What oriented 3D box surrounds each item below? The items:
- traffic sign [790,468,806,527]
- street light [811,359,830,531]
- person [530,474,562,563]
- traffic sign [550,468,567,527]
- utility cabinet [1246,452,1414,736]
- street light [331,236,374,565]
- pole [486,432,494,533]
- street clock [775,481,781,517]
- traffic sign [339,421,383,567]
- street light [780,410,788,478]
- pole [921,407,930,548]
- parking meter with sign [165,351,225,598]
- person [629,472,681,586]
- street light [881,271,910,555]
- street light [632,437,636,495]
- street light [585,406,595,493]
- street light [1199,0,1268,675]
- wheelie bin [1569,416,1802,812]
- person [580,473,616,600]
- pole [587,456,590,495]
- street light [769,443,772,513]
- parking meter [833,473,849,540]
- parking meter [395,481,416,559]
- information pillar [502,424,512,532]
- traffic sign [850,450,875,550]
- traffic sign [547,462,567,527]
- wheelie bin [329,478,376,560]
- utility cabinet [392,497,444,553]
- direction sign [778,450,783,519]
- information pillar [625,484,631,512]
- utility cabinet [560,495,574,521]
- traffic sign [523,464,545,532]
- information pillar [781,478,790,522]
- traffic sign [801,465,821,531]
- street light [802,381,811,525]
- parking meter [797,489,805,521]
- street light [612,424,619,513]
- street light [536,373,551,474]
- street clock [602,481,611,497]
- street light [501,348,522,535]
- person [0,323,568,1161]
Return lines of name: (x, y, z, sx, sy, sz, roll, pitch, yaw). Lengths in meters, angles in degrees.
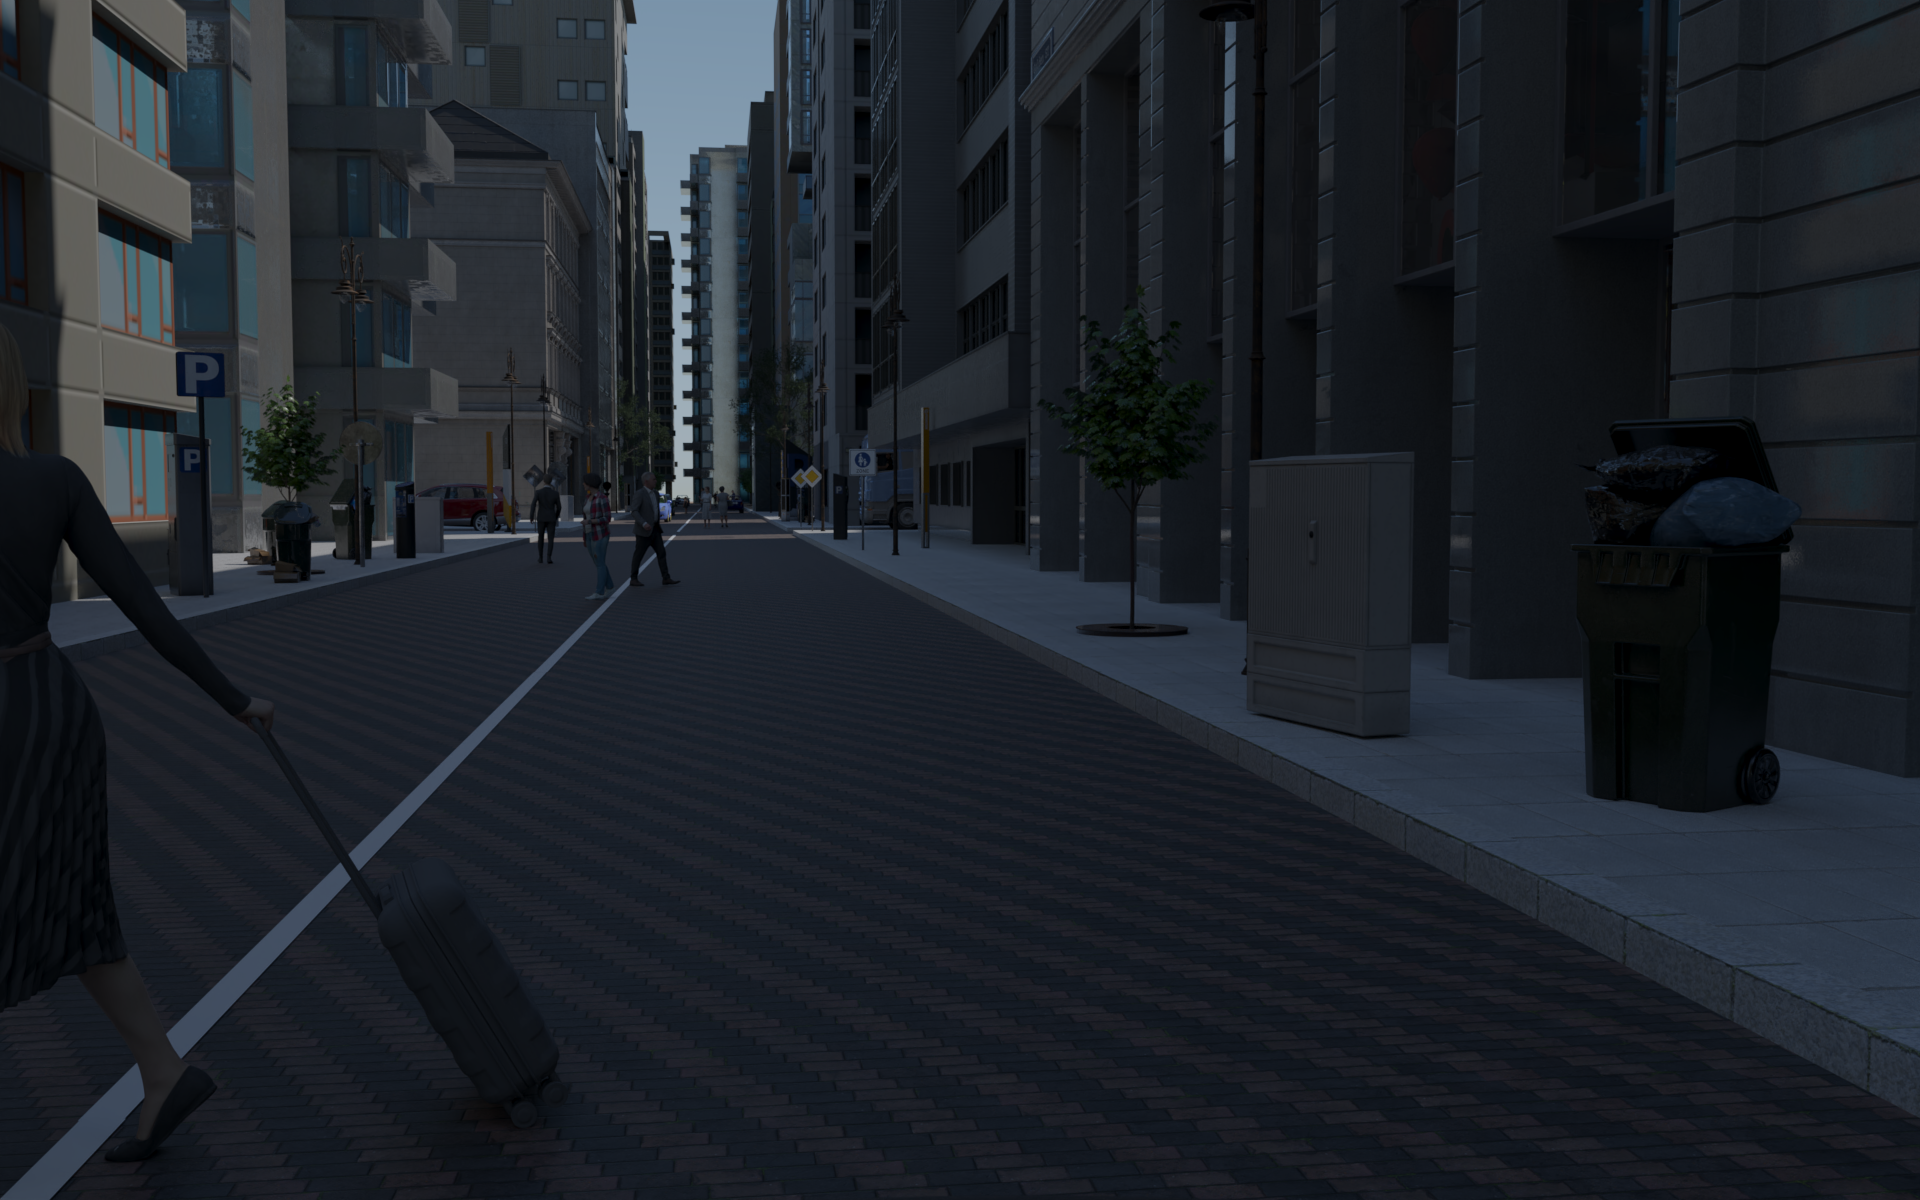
traffic sign: (-6.225, -3.919, 67.722, 0.795, 2.450, 0.064, 0, 4, -8)
street light: (-4.720, -5.301, 59.466, 0.468, 5.910, 1.993, 0, 4, -8)
person: (-8.584, -1.687, 35.862, 0.659, 1.850, 0.755, -1, 4, -16)
traffic sign: (-15.481, -3.841, 66.437, 0.795, 2.450, 0.064, 0, 4, -8)
utility cabinet: (2.012, -0.055, 9.571, 0.318, 1.500, 1.173, -1, 4, -21)
street light: (-10.928, -3.578, 31.295, 0.468, 5.910, 1.993, 0, 4, -8)
pole: (-15.361, -3.839, 56.613, 0.158, 3.312, 0.155, 0, 3, 0)
street clock: (-10.022, -5.624, 96.517, 0.471, 2.002, 0.358, 0, 4, 8)
traffic sign: (-10.480, -1.847, 30.310, 0.768, 2.556, 0.104, 0, 4, 1)
street light: (-9.615, -7.471, 94.933, 0.468, 5.910, 1.993, 0, 4, -8)
pole: (-0.818, -2.875, 40.845, 0.158, 3.312, 0.155, 0, 3, 0)
parking meter with sign: (-9.798, -1.578, 22.055, 0.543, 3.016, 1.738, -2, 4, -34)
person: (-4.785, -1.106, 26.975, 0.834, 1.777, 0.661, 1, 4, 21)
street light: (-1.349, -3.873, 36.110, 0.468, 5.910, 1.993, 0, 4, -8)
street light: (-26.098, -10.125, 138.333, 0.468, 5.910, 1.993, 0, 4, -8)
street light: (-19.354, -7.212, 90.709, 0.468, 5.910, 1.993, 0, 4, -8)
street light: (2.089, -2.406, 12.131, 0.468, 5.910, 1.993, 0, 4, -8)
wheelie bin: (3.007, 0.042, 7.220, 0.693, 1.594, 0.980, -3, 4, -36)
person: (-4.904, -0.869, 23.547, 0.643, 1.720, 0.563, -3, 4, -37)
pole: (-20.090, -6.116, 93.848, 0.158, 3.312, 0.155, 0, 3, 0)
street light: (-12.934, -8.900, 118.296, 0.468, 5.910, 1.993, 0, 4, -8)
parking meter: (-3.343, -2.624, 48.617, 0.399, 1.863, 0.255, 1, 4, 15)
parking meter: (-11.060, -1.598, 34.543, 0.372, 1.533, 0.369, 0, 3, 0)
information pillar: (-15.204, -4.085, 58.144, 0.183, 3.616, 0.504, -3, 4, -37)
traffic sign: (-2.217, -2.285, 39.488, 0.606, 2.300, 0.079, 0, 4, -2)
traffic sign: (-15.817, -4.155, 68.041, 0.768, 2.556, 0.104, 0, 4, -4)
wheelie bin: (-11.943, -1.601, 34.078, 0.980, 1.594, 0.693, 3, 4, 38)
utility cabinet: (-11.784, -1.623, 37.690, 1.020, 1.237, 0.306, 0, 4, -5)
direction sign: (-9.190, -5.955, 89.368, 0.379, 3.537, 0.876, 0, 4, 0)
information pillar: (-23.549, -7.231, 122.716, 0.304, 2.012, 0.304, 3, 5, 44)
utility cabinet: (-18.604, -4.333, 82.005, 0.306, 1.237, 1.020, -2, 4, -34)
traffic sign: (-14.362, -3.357, 58.531, 0.795, 2.450, 0.064, 0, 4, -8)
information pillar: (-8.142, -4.668, 80.816, 0.304, 2.012, 0.304, 2, 4, 34)
traffic sign: (-5.106, -3.436, 59.815, 0.795, 2.450, 0.064, 0, 4, -8)
street light: (-6.192, -6.011, 71.072, 0.468, 5.910, 1.993, 0, 4, -8)
parking meter: (-7.497, -4.487, 81.776, 0.372, 1.533, 0.369, 0, 3, 0)
street light: (-22.818, -8.696, 114.965, 0.468, 5.910, 1.993, 0, 4, -8)
street light: (-15.963, -5.734, 66.543, 0.468, 5.910, 1.993, 0, 4, -8)
street clock: (-20.222, -5.791, 99.248, 0.471, 2.002, 0.358, -2, 4, -24)
street light: (-14.128, -5.008, 54.675, 0.468, 5.910, 1.993, 0, 4, -8)
person: (-1.614, 0.309, 3.671, 1.509, 1.804, 0.699, -1, 4, -21)
